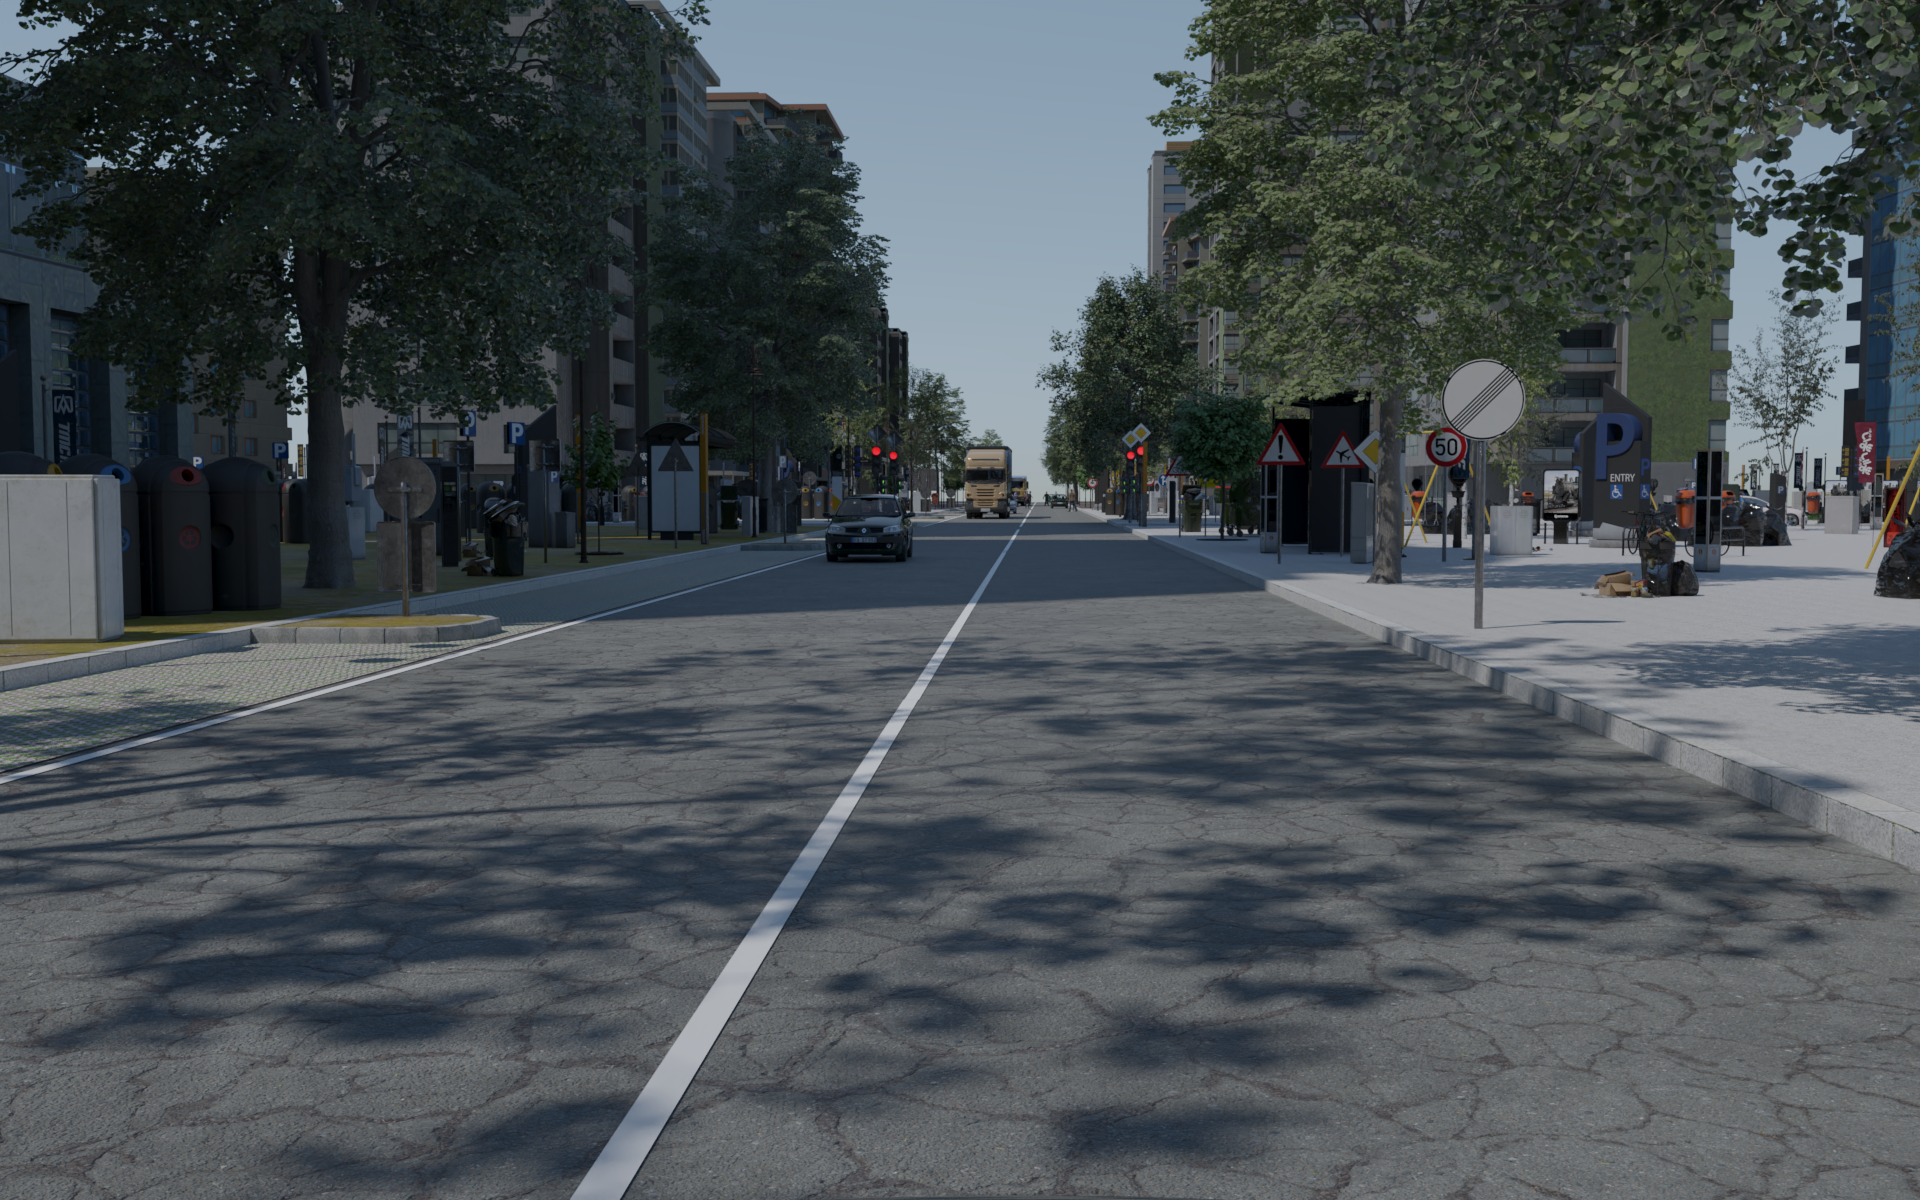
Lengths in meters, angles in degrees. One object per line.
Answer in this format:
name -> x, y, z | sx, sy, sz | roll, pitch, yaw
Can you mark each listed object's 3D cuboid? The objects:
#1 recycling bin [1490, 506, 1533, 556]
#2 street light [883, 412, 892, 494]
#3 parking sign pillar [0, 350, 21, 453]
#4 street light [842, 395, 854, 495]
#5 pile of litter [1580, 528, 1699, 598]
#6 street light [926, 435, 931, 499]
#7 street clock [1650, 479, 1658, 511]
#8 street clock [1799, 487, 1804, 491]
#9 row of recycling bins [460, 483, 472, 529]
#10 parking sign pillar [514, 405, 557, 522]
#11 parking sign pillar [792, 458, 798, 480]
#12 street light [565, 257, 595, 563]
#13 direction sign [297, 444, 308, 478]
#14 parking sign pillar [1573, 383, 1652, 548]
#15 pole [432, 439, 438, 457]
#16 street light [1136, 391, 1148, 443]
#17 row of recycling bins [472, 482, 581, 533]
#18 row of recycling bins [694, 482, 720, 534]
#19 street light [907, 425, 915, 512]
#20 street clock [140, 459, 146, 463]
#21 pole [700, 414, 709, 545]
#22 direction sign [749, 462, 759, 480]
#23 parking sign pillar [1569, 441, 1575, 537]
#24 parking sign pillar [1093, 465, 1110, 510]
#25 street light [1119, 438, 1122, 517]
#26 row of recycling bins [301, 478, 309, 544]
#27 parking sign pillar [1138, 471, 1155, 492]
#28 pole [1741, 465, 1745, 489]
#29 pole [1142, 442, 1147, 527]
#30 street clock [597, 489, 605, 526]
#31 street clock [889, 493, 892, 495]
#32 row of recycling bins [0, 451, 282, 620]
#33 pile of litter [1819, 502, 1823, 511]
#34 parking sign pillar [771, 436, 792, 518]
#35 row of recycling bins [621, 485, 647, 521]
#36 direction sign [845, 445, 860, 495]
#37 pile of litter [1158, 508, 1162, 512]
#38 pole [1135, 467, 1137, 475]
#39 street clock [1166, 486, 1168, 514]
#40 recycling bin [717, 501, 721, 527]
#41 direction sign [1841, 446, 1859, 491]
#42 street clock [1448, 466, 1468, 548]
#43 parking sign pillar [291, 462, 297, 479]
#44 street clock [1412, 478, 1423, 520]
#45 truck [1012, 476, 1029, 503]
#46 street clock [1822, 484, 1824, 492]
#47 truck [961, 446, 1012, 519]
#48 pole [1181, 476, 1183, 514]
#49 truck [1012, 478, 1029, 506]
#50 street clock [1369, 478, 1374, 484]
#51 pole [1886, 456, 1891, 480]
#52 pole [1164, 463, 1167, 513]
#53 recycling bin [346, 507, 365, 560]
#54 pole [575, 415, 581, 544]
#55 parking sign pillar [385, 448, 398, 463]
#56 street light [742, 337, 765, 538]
recycling bin -> 11.589, -1.460, 36.417 | 0.722, 1.027, 0.722 | 0, 4, 3
street light -> -4.017, -7.504, 95.486 | 0.468, 5.910, 1.993 | 0, 4, 3
parking sign pillar -> -17.966, -2.655, 31.875 | 1.447, 3.967, 1.447 | 1, 4, 17
street light -> -4.955, -6.384, 77.174 | 0.468, 5.910, 1.993 | 0, 4, 3
pile of litter -> 8.594, -0.486, 21.905 | 1.719, 0.858, 1.176 | -1, 4, -11
street light -> -2.315, -9.757, 132.310 | 0.468, 5.910, 1.993 | 0, 4, 3
street clock -> 32.541, -4.699, 81.396 | 0.471, 2.002, 0.358 | -2, 4, -25
street clock -> 71.985, -8.789, 148.265 | 0.358, 2.002, 0.471 | 0, 4, 2
row of recycling bins -> -16.929, -3.509, 64.478 | 3.534, 1.692, 1.069 | 0, 4, 2
parking sign pillar -> -12.690, -3.876, 51.837 | 1.447, 3.967, 1.447 | 3, 4, 38
parking sign pillar -> -9.782, -6.768, 99.123 | 1.447, 3.967, 1.447 | -2, 4, -35
street light -> -7.006, -3.626, 32.076 | 0.468, 5.910, 1.993 | 0, 4, 3
direction sign -> -29.584, -5.276, 78.266 | 0.876, 3.537, 0.379 | 2, 4, 27
parking sign pillar -> 15.847, -3.239, 41.430 | 1.447, 3.967, 1.447 | -2, 4, -31
pole -> -19.442, -4.304, 64.219 | 0.158, 3.312, 0.155 | 0, 3, 0
street light -> 8.051, -6.360, 76.780 | 0.468, 5.910, 1.993 | 0, 4, 3
row of recycling bins -> -14.180, -3.068, 57.271 | 3.534, 1.692, 1.069 | -1, 4, -11
row of recycling bins -> -8.635, -3.086, 57.570 | 1.069, 1.692, 3.534 | -1, 4, -15
street light -> -3.209, -8.625, 113.804 | 0.468, 5.910, 1.993 | 0, 4, 3
street clock -> -16.571, -1.894, 35.536 | 0.358, 2.002, 0.471 | 2, 4, 24
pole -> -6.500, -3.070, 44.033 | 0.158, 3.312, 0.155 | 0, 3, 0
direction sign -> -14.376, -7.923, 121.543 | 0.876, 3.537, 0.379 | -2, 4, -30
parking sign pillar -> 19.080, -3.910, 52.395 | 1.447, 3.967, 1.447 | -2, 4, -34
parking sign pillar -> 11.650, -9.373, 141.725 | 1.447, 3.967, 1.447 | 3, 5, 42
street light -> 8.881, -7.522, 95.771 | 0.468, 5.910, 1.993 | 0, 4, 3
row of recycling bins -> -17.762, -2.387, 46.148 | 1.069, 1.692, 3.534 | -3, 4, -37
parking sign pillar -> 14.194, -8.770, 131.860 | 1.447, 3.967, 1.447 | -1, 4, -11
pole -> 54.404, -7.738, 120.351 | 0.158, 3.312, 0.155 | 0, 3, 0
pole -> 7.206, -4.508, 67.547 | 0.158, 3.312, 0.155 | 0, 3, 0
street clock -> -14.536, -4.017, 70.241 | 0.358, 2.002, 0.471 | -2, 4, -24
street clock -> -4.371, -6.381, 108.892 | 0.358, 2.002, 0.471 | 0, 4, -7
row of recycling bins -> -8.652, -0.671, 18.079 | 1.069, 1.692, 3.534 | 2, 4, 24
pile of litter -> 58.327, -6.326, 117.396 | 1.176, 0.858, 1.719 | -1, 4, -15
parking sign pillar -> -7.410, -4.805, 67.027 | 1.447, 3.967, 1.447 | 0, 4, 1
row of recycling bins -> -14.393, -4.628, 82.782 | 3.534, 1.692, 1.069 | -1, 4, -10
direction sign -> -4.959, -5.389, 80.105 | 0.876, 3.537, 0.379 | -3, 5, -41
pile of litter -> 13.999, -6.829, 125.627 | 1.719, 0.858, 1.176 | -2, 4, -28
pole -> 11.722, -7.461, 115.830 | 0.158, 3.312, 0.155 | 0, 3, 0
street clock -> 13.499, -6.570, 111.989 | 0.358, 2.002, 0.471 | 2, 4, 35
recycling bin -> -9.132, -3.377, 67.774 | 0.722, 1.027, 0.722 | 0, 3, 0
direction sign -> 41.718, -5.450, 81.097 | 0.876, 3.537, 0.379 | 2, 4, 30
street clock -> 11.855, -2.242, 41.235 | 0.471, 2.002, 0.358 | 0, 4, 6
parking sign pillar -> -56.318, -9.673, 146.627 | 1.447, 3.967, 1.447 | -1, 4, -19
street clock -> 21.020, -4.593, 79.661 | 0.471, 2.002, 0.358 | 2, 4, 27
truck -> 8.970, -16.444, 258.623 | 2.967, 4.110, 18.799 | 0, 4, 4
street clock -> 62.755, -7.410, 125.722 | 0.471, 2.002, 0.358 | -2, 4, -35
truck -> 1.725, -6.979, 103.026 | 2.839, 4.237, 11.283 | 0, 4, 3
pole -> 14.472, -7.298, 113.172 | 0.158, 3.312, 0.155 | 0, 3, 0
truck -> 6.502, -12.768, 204.686 | 3.469, 3.379, 9.791 | 0, 4, 4
street clock -> 18.466, -4.511, 78.330 | 0.471, 2.002, 0.358 | 1, 4, 15
pole -> 50.323, -6.122, 93.930 | 0.158, 3.312, 0.155 | 0, 3, 0
pole -> 13.679, -7.425, 115.245 | 0.158, 3.312, 0.155 | 0, 3, 0
recycling bin -> -12.190, -1.315, 34.048 | 0.722, 1.027, 0.722 | 3, 5, 44
pole -> -9.796, -3.105, 44.608 | 0.158, 3.312, 0.155 | 0, 3, 0
parking sign pillar -> -28.065, -5.989, 86.389 | 1.447, 3.967, 1.447 | 0, 4, 1
street light -> -6.075, -4.784, 51.012 | 0.468, 5.910, 1.993 | 0, 4, 3
